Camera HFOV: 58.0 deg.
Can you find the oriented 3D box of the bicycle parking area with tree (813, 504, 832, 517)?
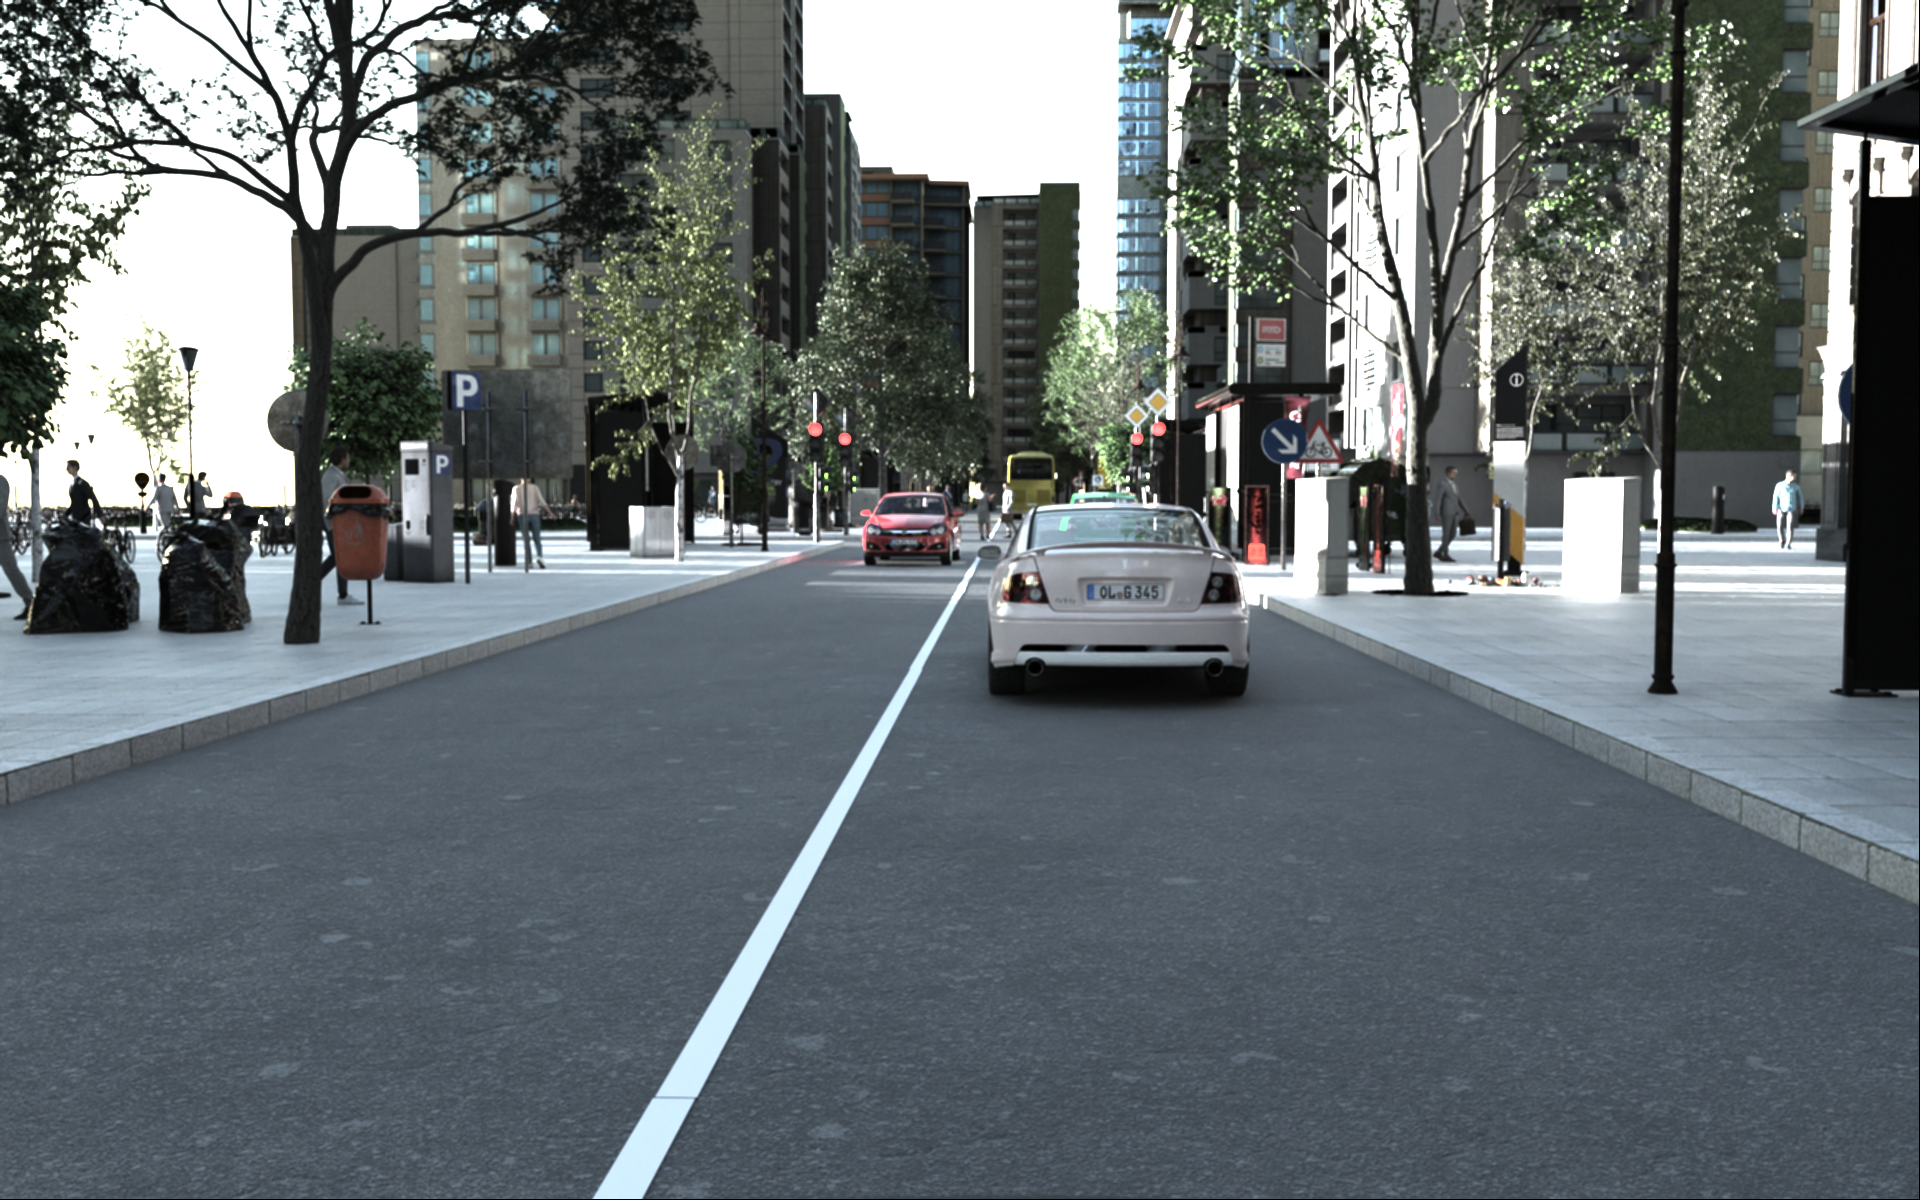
[{"bbox_3d":[-11.117,-6.612,95.103,9.016,4.147,8.231,0,4,5],"label":"bicycle parking area with tree"}]

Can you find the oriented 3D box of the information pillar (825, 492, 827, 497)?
[{"bbox_3d":[-6.668,-5.856,87.105,0.183,3.616,0.504,1,4,11],"label":"information pillar"}]

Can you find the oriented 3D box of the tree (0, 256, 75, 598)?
[{"bbox_3d":[-12.565,-2.300,21.324,4.285,4.588,4.351,0,3,0],"label":"tree"}]

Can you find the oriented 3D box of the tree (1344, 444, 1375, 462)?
[{"bbox_3d":[15.986,-4.416,66.797,1.663,3.219,1.824,0,3,0],"label":"tree"}]

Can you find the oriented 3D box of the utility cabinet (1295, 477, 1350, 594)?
[{"bbox_3d":[4.670,-0.841,22.435,0.318,1.500,1.173,-1,4,-8],"label":"utility cabinet"}]

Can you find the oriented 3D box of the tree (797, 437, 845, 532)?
[{"bbox_3d":[-4.495,-3.945,59.102,1.663,3.219,1.824,0,3,0],"label":"tree"}]

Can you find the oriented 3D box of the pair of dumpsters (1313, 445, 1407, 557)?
[{"bbox_3d":[8.545,-2.097,36.785,1.574,2.255,4.437,0,4,2],"label":"pair of dumpsters"}]

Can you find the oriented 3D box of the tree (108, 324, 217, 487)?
[{"bbox_3d":[-34.357,-7.573,74.185,4.360,8.622,3.978,0,3,0],"label":"tree"}]

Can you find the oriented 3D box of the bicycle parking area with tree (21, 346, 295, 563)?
[{"bbox_3d":[-17.629,-2.840,33.439,8.231,4.147,9.016,1,4,8],"label":"bicycle parking area with tree"}]

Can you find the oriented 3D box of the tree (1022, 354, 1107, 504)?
[{"bbox_3d":[8.658,-13.225,134.355,7.486,12.596,7.792,0,3,0],"label":"tree"}]

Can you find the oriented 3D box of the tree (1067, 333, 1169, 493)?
[{"bbox_3d":[7.001,-7.852,78.735,4.360,8.622,3.978,0,3,0],"label":"tree"}]

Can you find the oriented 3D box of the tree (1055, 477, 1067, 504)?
[{"bbox_3d":[9.765,-10.790,171.013,1.663,3.219,1.824,0,3,0],"label":"tree"}]

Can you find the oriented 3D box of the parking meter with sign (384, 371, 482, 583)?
[{"bbox_3d":[-7.757,-1.773,25.249,1.738,3.016,0.543,2,4,34],"label":"parking meter with sign"}]

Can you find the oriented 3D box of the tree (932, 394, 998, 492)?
[{"bbox_3d":[-1.347,-12.870,144.836,8.767,10.594,7.601,-1,4,-14],"label":"tree"}]

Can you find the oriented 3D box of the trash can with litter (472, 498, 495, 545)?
[{"bbox_3d":[-11.939,-1.981,43.781,0.624,1.170,1.055,0,4,1],"label":"trash can with litter"}]

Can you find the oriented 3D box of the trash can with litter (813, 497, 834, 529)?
[{"bbox_3d":[-5.005,-3.213,63.926,0.624,1.170,1.055,1,4,10],"label":"trash can with litter"}]

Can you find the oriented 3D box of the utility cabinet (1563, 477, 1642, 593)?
[{"bbox_3d":[8.411,-0.860,22.739,0.318,1.500,1.173,-1,4,-17],"label":"utility cabinet"}]

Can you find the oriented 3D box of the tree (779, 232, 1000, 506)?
[{"bbox_3d":[-3.501,-9.744,76.319,9.611,12.733,9.660,0,3,0],"label":"tree"}]

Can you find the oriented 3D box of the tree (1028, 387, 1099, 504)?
[{"bbox_3d":[9.964,-14.684,157.098,9.611,12.733,9.660,0,3,0],"label":"tree"}]

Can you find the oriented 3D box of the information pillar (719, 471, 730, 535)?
[{"bbox_3d":[-7.315,-3.026,53.966,0.304,2.012,0.304,-2,4,-34],"label":"information pillar"}]

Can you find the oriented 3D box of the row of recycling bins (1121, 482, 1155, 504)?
[{"bbox_3d":[7.370,-3.277,60.687,3.534,1.692,1.069,1,4,14],"label":"row of recycling bins"}]

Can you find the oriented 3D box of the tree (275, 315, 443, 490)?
[{"bbox_3d":[-10.985,-2.945,31.864,4.285,4.588,4.351,0,3,0],"label":"tree"}]

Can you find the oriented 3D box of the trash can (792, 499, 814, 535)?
[{"bbox_3d":[-4.888,-2.592,54.027,0.748,1.137,0.748,0,3,0],"label":"trash can"}]

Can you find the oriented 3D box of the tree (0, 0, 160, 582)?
[{"bbox_3d":[-13.700,-4.566,25.014,4.737,8.622,4.395,0,3,0],"label":"tree"}]

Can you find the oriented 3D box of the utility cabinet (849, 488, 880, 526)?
[{"bbox_3d":[-3.744,-3.631,68.041,1.173,1.500,0.318,1,4,16],"label":"utility cabinet"}]

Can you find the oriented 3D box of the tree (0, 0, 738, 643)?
[{"bbox_3d":[-5.330,-4.904,14.593,7.601,10.594,8.767,0,3,0],"label":"tree"}]

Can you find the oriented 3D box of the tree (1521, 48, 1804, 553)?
[{"bbox_3d":[11.913,-4.816,29.098,4.360,8.622,3.978,0,3,0],"label":"tree"}]

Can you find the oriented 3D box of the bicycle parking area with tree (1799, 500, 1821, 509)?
[{"bbox_3d":[48.649,-7.443,108.693,9.016,4.147,8.231,0,4,5],"label":"bicycle parking area with tree"}]

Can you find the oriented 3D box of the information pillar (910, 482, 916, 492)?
[{"bbox_3d":[-2.788,-6.053,103.453,0.304,2.012,0.304,1,4,9],"label":"information pillar"}]

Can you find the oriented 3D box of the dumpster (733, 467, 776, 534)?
[{"bbox_3d":[-6.783,-3.246,55.565,1.502,2.255,1.985,0,4,2],"label":"dumpster"}]

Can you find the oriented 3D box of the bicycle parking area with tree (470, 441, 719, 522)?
[{"bbox_3d":[-15.123,-5.432,75.815,9.016,4.147,8.231,1,4,16],"label":"bicycle parking area with tree"}]

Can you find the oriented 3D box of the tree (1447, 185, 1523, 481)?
[{"bbox_3d":[12.934,-5.433,39.195,4.360,8.622,3.978,0,3,0],"label":"tree"}]

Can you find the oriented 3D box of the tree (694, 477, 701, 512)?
[{"bbox_3d":[-19.383,-7.960,124.743,1.663,3.219,1.824,0,3,0],"label":"tree"}]

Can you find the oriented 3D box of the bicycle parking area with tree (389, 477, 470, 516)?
[{"bbox_3d":[-26.466,-5.314,73.884,8.231,4.147,9.016,2,4,29],"label":"bicycle parking area with tree"}]

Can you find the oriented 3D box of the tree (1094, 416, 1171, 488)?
[{"bbox_3d":[6.707,-5.014,65.691,4.285,4.588,4.351,0,3,0],"label":"tree"}]

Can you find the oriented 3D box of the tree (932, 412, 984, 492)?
[{"bbox_3d":[-1.632,-15.503,171.598,7.486,12.596,7.792,0,3,0],"label":"tree"}]

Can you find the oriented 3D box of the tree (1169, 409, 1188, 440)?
[{"bbox_3d":[13.968,-10.578,123.316,4.360,8.622,3.978,0,3,0],"label":"tree"}]

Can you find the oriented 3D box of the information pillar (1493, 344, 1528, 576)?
[{"bbox_3d":[8.663,-2.195,27.243,0.504,3.616,0.183,2,4,28],"label":"information pillar"}]

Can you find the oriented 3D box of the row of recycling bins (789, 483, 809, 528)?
[{"bbox_3d":[-6.393,-3.693,67.485,1.069,1.692,3.534,0,4,-6],"label":"row of recycling bins"}]

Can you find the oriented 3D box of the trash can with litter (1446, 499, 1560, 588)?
[{"bbox_3d":[7.827,-0.837,24.740,1.678,1.210,2.233,1,4,16],"label":"trash can with litter"}]

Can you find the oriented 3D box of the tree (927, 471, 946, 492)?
[{"bbox_3d":[-2.117,-8.492,133.451,1.663,3.219,1.824,0,3,0],"label":"tree"}]

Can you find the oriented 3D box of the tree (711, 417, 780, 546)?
[{"bbox_3d":[-5.341,-2.982,43.355,1.663,3.219,1.824,0,3,0],"label":"tree"}]

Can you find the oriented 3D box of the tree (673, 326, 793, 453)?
[{"bbox_3d":[-13.738,-10.864,103.375,9.928,11.665,9.643,0,3,0],"label":"tree"}]

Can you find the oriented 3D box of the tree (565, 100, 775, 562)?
[{"bbox_3d":[-5.412,-5.050,32.923,4.737,8.622,4.395,0,3,0],"label":"tree"}]

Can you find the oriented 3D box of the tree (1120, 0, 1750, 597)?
[{"bbox_3d":[5.890,-5.881,21.904,9.928,11.665,9.643,0,3,0],"label":"tree"}]
